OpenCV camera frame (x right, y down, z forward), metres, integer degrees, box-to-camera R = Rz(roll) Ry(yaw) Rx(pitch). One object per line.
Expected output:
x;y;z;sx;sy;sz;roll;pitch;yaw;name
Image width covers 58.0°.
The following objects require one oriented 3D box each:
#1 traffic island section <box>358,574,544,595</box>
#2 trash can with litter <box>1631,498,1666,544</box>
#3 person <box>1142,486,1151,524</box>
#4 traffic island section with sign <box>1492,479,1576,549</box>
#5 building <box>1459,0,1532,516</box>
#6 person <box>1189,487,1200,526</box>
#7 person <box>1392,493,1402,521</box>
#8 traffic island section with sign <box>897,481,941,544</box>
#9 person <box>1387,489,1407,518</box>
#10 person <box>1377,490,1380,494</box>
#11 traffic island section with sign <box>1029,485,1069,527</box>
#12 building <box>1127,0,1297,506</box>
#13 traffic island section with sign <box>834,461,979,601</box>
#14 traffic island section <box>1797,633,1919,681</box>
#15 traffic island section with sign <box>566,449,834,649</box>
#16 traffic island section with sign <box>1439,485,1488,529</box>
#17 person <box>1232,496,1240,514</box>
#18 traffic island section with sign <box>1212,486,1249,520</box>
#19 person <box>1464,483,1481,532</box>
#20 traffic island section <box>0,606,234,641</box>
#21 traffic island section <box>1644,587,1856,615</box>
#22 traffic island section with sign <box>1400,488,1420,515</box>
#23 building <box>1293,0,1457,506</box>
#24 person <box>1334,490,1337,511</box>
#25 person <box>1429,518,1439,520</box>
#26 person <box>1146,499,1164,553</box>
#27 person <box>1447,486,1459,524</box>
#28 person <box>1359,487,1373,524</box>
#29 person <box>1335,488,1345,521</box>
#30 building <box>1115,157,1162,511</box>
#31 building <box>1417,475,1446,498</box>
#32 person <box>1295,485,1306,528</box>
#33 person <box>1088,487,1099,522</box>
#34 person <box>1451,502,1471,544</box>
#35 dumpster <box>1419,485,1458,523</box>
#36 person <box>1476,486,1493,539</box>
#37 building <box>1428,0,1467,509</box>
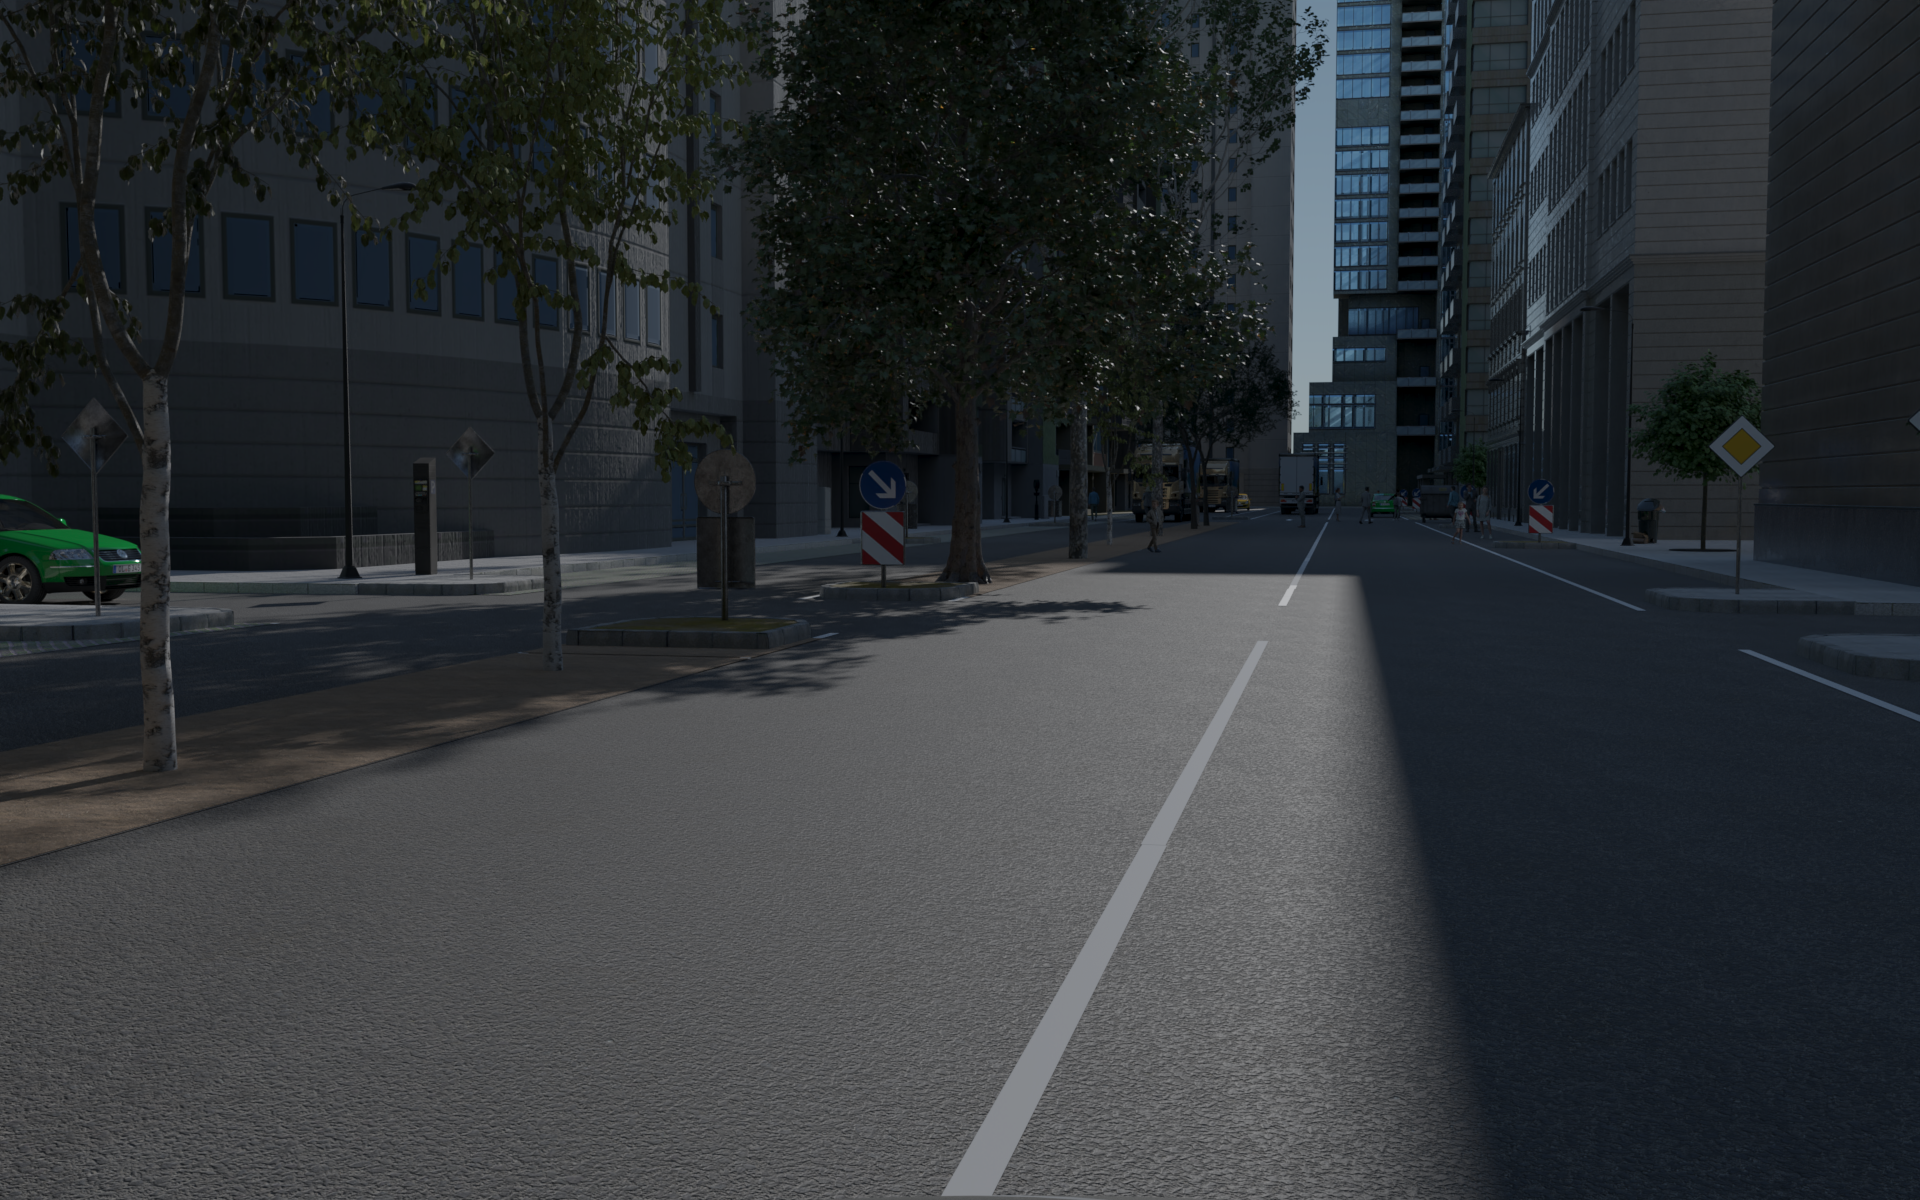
-7.352;-0.227;25.993;2.009;0.180;2.903;1;4;12;traffic island section
17.763;-2.041;44.762;0.624;1.170;1.055;3;5;39;trash can with litter
8.988;-4.573;83.449;0.537;1.800;0.526;-1;4;-19;person
15.290;-2.298;46.198;1.989;1.847;2.006;1;4;12;traffic island section with sign
38.446;-25.922;107.415;14.154;41.232;14.086;1;4;12;building
10.422;-4.138;76.710;0.519;1.759;0.362;-3;4;-37;person
23.487;-5.014;93.068;0.503;1.515;0.523;0;4;-6;person
-1.626;-2.555;50.403;1.989;1.847;2.006;1;4;12;traffic island section with sign
26.118;-5.763;103.547;1.217;1.723;0.721;0;4;-5;person
31.448;-7.381;130.096;0.541;1.710;0.530;-3;5;-44;person
4.191;-4.165;76.725;1.989;1.847;2.006;1;4;12;traffic island section with sign
22.632;-39.742;191.778;28.212;58.520;21.231;1;4;12;building
-0.913;-0.984;24.226;2.006;1.907;1.989;1;4;12;traffic island section with sign
8.251;0.483;14.380;2.009;0.180;2.903;1;4;12;traffic island section
-2.519;-0.542;16.994;2.006;1.907;1.989;1;4;12;traffic island section with sign
21.105;-3.908;72.521;1.989;1.847;2.006;1;4;12;traffic island section with sign
19.940;-7.092;125.369;0.530;1.710;0.541;0;4;-8;person
15.278;-5.472;97.606;2.006;1.907;1.989;1;4;12;traffic island section with sign
19.287;-3.481;65.224;0.655;1.846;0.447;0;4;0;person
-9.074;0.250;18.195;2.009;0.180;2.903;1;4;12;traffic island section
9.972;0.006;22.178;2.009;0.180;2.903;1;4;12;traffic island section
31.924;-6.906;121.546;1.989;1.847;2.006;1;4;12;traffic island section with sign
52.307;-53.419;186.066;31.000;86.520;22.319;1;4;12;building
32.210;-8.554;148.350;0.705;1.826;1.348;0;4;4;person
26.106;-5.329;95.731;0.391;1.810;0.635;-3;5;-41;person
4.798;-1.820;42.528;0.475;1.303;0.640;-2;4;-32;person
22.992;-4.406;80.559;0.660;1.820;0.620;-3;4;-39;person
19.492;-4.551;83.180;0.850;1.792;0.678;-3;4;-39;person
19.985;-5.016;91.076;0.524;1.755;0.480;1;4;13;person
8.129;-22.304;136.375;14.160;30.474;14.107;1;4;12;building
57.742;-28.255;153.844;32.217;40.220;23.993;1;4;12;building
14.576;-4.008;74.211;0.466;1.800;0.511;-1;4;-10;person
6.917;-4.936;89.547;0.601;1.785;0.444;0;4;-5;person
14.356;-2.208;49.617;0.505;1.210;0.382;0;4;4;person
23.788;-4.762;86.080;1.865;1.857;1.264;1;4;12;dumpster
16.851;-2.822;55.640;0.512;1.701;0.522;1;4;15;person
47.611;-31.090;127.924;23.786;49.044;30.456;1;4;12;building
